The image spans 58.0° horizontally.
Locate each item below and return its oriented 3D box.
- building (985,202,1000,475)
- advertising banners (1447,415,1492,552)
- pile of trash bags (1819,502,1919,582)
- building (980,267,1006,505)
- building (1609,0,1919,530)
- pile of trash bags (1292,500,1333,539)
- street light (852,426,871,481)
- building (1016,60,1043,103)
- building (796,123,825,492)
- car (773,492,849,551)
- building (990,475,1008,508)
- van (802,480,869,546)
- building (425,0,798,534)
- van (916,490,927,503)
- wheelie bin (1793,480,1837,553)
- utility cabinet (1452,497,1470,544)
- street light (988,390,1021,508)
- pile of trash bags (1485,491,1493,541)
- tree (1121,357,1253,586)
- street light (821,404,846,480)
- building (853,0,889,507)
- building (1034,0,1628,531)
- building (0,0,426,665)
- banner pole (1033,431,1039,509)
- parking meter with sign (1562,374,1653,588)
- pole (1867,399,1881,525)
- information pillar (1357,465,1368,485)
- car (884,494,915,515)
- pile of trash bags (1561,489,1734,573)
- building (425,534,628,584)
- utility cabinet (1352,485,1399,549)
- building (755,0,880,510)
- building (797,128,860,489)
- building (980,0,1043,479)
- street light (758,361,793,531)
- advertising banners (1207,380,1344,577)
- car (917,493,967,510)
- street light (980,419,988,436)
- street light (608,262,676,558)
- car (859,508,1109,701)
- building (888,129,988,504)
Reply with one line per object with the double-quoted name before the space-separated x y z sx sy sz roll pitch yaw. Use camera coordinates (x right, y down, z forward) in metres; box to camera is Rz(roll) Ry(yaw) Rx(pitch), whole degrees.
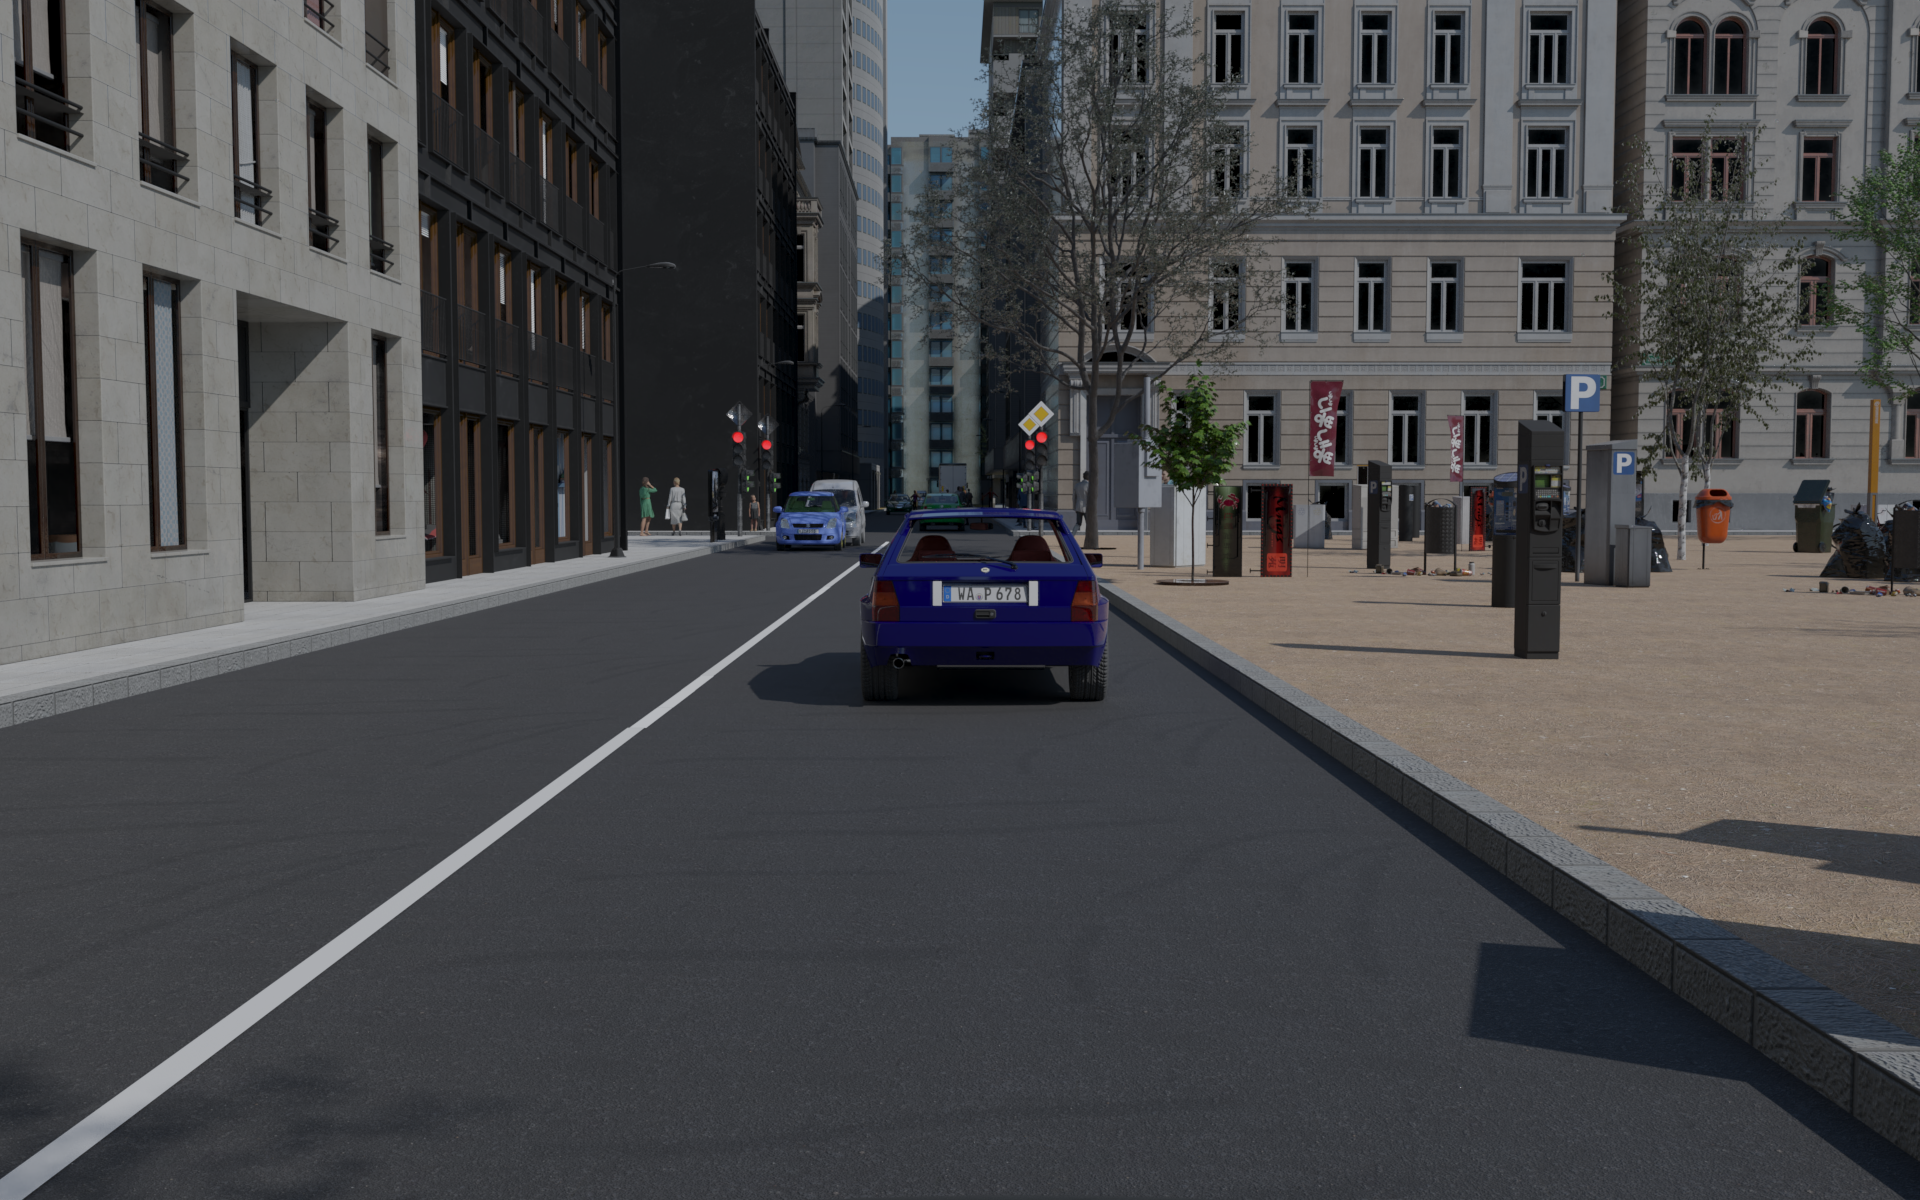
"building" 9.127 -18.411 120.078 14.314 24.678 30.058 0 4 0
"advertising banners" 11.626 -2.605 38.784 2.074 3.025 0.090 -2 4 -30
"pile of trash bags" 14.416 -0.966 25.552 1.912 1.369 3.447 -1 4 -9
"building" 9.377 -26.469 204.466 14.160 30.474 14.107 0 4 0
"building" 34.878 -17.072 66.513 23.554 28.519 14.401 0 4 0
"pile of trash bags" 9.094 -2.469 50.122 3.447 1.369 1.912 1 4 19
"street light" -6.753 -8.887 117.846 1.470 5.913 1.316 0 4 0
"building" 9.803 -16.576 90.079 14.314 24.678 30.058 0 4 0
"building" -14.599 -16.729 92.602 14.460 24.649 34.723 0 4 0
"car" -3.846 -2.162 44.948 1.945 1.707 3.694 0 4 -2
"building" 18.970 -28.469 157.345 32.217 40.220 23.993 0 4 0
"van" -3.581 -2.585 49.269 2.013 2.044 4.112 0 4 -1
"building" -13.186 -14.531 67.258 12.332 23.373 15.834 0 4 0
"van" -4.344 -11.288 191.575 2.013 2.044 4.112 0 4 -2
"wheelie bin" 18.685 -1.834 37.901 0.693 1.594 0.980 -2 4 -31
"utility cabinet" 13.139 -2.051 44.700 1.020 1.237 0.306 -3 4 -37
"street light" 2.142 -6.433 77.719 1.470 5.913 1.316 0 4 0
"pile of trash bags" 15.236 -2.368 48.463 1.912 1.369 3.447 0 4 6
"tree" 3.382 -1.824 24.423 1.663 3.219 1.824 0 3 0
"street light" -6.586 -7.144 89.349 1.470 5.913 1.316 0 4 0
"building" -18.071 -38.370 169.344 21.231 58.520 28.212 0 4 0
"building" 13.044 -17.127 65.935 20.117 28.700 13.634 0 4 0
"building" -12.376 -9.764 14.392 10.420 20.320 16.860 0 4 0
"banner pole" 2.688 -4.379 61.607 0.401 3.779 0.863 -1 4 -15
"parking meter with sign" 9.167 -1.723 24.440 0.543 3.016 1.738 -1 4 -9
"pole" 19.726 -2.665 37.415 0.158 3.312 0.155 0 3 0
"information pillar" 10.237 -2.418 44.026 0.304 2.012 0.304 1 4 17
"car" -4.220 -6.650 120.526 2.131 1.459 4.920 0 4 -2
"pile of trash bags" 11.288 -1.184 29.115 3.447 1.369 1.912 0 4 -5
"building" -13.661 -12.297 30.726 12.332 23.373 15.834 0 4 0
"utility cabinet" 9.636 -1.925 40.156 1.173 1.500 0.318 -2 4 -31
"building" -17.197 -43.201 144.595 20.563 71.187 20.611 0 4 0
"building" -14.876 -20.154 123.023 14.314 27.812 24.014 0 4 0
"building" 16.644 -36.294 182.649 28.713 52.752 27.495 0 4 0
"street light" -6.506 -5.382 60.530 1.470 5.913 1.316 0 4 0
"advertising banners" 4.849 -1.863 26.644 2.074 3.025 0.090 0 4 0
"car" -0.707 -3.636 68.251 1.959 1.807 4.718 0 4 -1
"street light" 2.135 -8.211 106.791 1.470 5.913 1.316 0 4 0
"street light" -6.399 -3.812 34.867 1.470 5.913 1.316 0 4 0
"car" 0.168 -0.048 13.358 1.945 1.354 3.894 0 3 0
"building" 3.929 -37.341 230.125 30.456 49.044 23.786 0 4 0
